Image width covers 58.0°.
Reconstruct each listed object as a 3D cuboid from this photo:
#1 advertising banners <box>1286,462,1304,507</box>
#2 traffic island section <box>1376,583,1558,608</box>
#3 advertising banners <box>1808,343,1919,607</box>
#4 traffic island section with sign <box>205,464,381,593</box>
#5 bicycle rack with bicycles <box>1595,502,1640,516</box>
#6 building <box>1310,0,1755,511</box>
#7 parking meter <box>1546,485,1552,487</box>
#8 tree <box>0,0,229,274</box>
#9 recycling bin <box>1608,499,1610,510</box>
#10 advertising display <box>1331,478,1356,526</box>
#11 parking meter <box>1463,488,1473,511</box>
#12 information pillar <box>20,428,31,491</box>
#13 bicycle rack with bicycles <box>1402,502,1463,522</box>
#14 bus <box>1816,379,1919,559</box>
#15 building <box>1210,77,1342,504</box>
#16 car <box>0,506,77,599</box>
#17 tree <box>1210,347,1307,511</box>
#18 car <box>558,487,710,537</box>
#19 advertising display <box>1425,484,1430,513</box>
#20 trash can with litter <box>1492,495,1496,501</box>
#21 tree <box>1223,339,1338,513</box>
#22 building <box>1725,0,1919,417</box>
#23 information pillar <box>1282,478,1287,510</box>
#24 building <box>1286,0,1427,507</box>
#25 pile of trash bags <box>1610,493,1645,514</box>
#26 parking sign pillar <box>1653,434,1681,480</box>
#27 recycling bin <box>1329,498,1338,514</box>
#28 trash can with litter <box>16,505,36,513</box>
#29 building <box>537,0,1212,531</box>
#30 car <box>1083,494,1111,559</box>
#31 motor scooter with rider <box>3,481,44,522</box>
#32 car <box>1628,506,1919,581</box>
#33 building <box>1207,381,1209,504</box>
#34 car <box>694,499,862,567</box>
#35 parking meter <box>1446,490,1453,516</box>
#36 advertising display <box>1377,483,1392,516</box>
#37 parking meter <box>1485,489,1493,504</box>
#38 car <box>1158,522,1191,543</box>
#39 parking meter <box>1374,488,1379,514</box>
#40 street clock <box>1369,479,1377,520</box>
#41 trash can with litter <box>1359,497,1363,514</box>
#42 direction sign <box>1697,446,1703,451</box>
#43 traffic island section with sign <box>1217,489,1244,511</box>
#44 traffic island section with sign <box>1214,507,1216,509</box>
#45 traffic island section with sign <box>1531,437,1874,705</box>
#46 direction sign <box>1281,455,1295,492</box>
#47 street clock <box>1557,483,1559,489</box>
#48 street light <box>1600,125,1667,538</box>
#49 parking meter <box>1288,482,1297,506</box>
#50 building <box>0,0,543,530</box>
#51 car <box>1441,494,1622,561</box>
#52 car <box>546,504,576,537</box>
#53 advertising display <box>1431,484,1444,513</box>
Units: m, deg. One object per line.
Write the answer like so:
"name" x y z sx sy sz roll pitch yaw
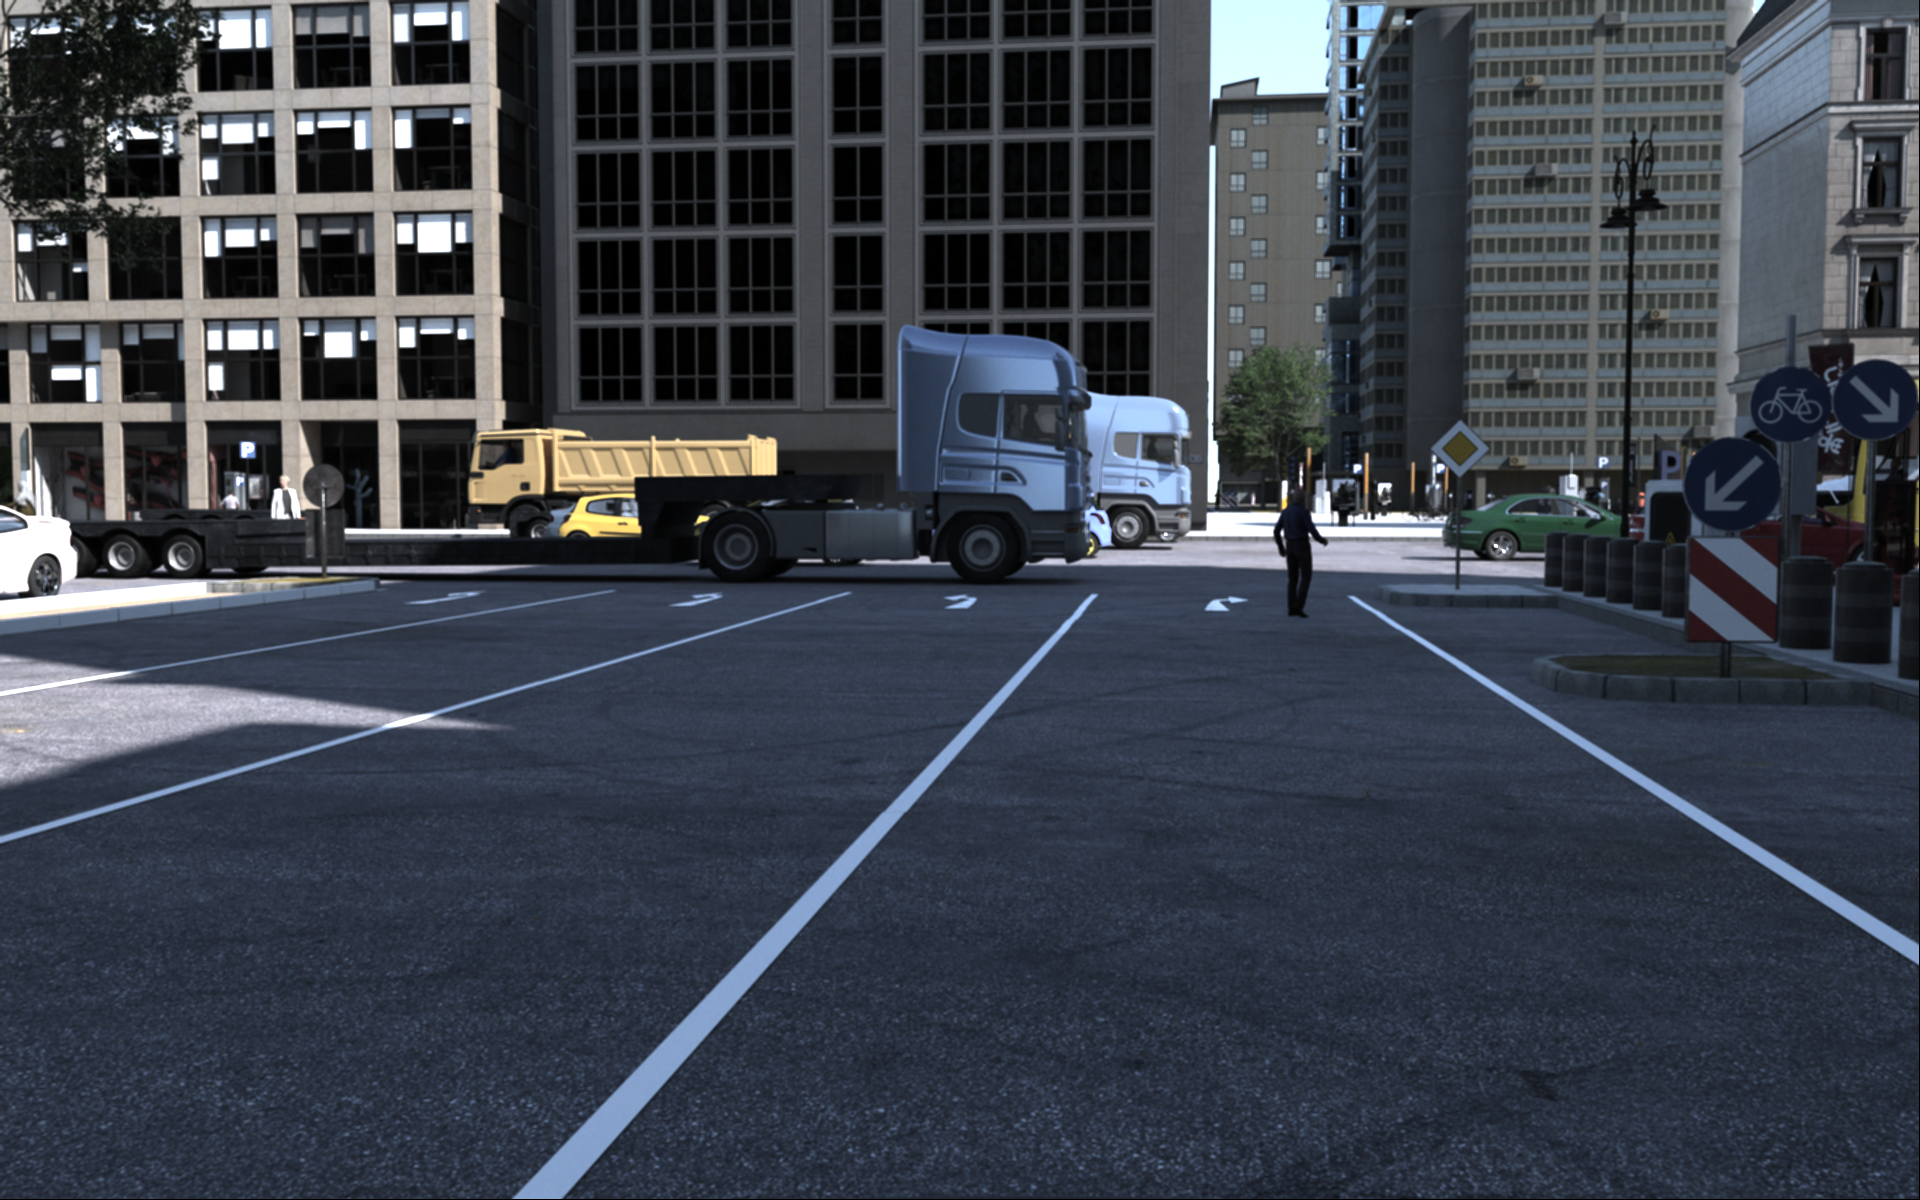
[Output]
"advertising banners" 18.364 -6.040 94.947 0.090 3.025 2.074 3 4 37
"traffic island section" 6.711 -0.063 23.303 2.009 0.180 2.903 0 4 7
"advertising banners" 10.657 -1.438 19.705 0.090 3.025 2.074 -3 5 -39
"traffic island section with sign" -9.735 -1.074 25.698 2.006 1.907 1.989 0 4 7
"bicycle rack with bicycles" 27.095 -3.638 72.868 2.852 0.926 2.925 -1 4 -16
"building" 43.414 -26.838 130.689 32.217 40.220 23.993 0 4 7
"parking meter" 38.015 -6.490 111.822 0.255 1.863 0.399 0 4 5
"tree" -11.017 -4.895 16.902 8.767 10.594 7.601 0 4 7
"recycling bin" 32.095 -4.533 86.673 0.722 1.027 0.722 1 4 15
"advertising display" 15.236 -3.892 68.848 0.974 1.923 0.123 0 4 1
"parking meter" 20.778 -3.817 70.816 0.372 1.533 0.369 0 3 0
"information pillar" -33.034 -4.275 61.246 0.504 3.616 0.183 2 4 35
"bicycle rack with bicycles" 22.234 -4.151 81.248 2.925 0.926 2.852 1 4 16
"bus" 24.259 -2.744 36.409 12.252 3.916 2.896 0 4 6
"building" 46.463 -38.985 226.637 27.495 52.752 28.713 0 4 7
"car" -13.102 -0.566 21.615 2.083 1.381 4.827 0 4 6
"tree" 23.035 -13.181 133.630 7.486 12.596 7.792 0 3 0
"car" -7.133 -1.801 39.667 3.980 1.641 2.015 0 4 6
"advertising display" 30.751 -6.587 112.909 0.123 1.923 0.974 -3 4 -38
"trash can with litter" 35.288 -6.304 114.125 1.678 1.210 2.233 -2 4 -26
"tree" 21.717 -11.725 117.461 9.928 11.665 9.643 0 3 0
"building" 29.682 -12.777 59.807 40.483 20.767 10.553 0 4 7
"information pillar" 20.561 -7.236 109.669 0.504 3.616 0.183 -3 5 -40
"building" 42.275 -51.687 157.746 22.319 86.520 31.000 0 4 7
"pile of trash bags" 42.178 -6.056 108.765 1.912 1.369 3.447 0 4 -1
"parking sign pillar" 31.812 -5.462 77.768 1.447 3.967 1.447 -1 4 -16
"recycling bin" 24.081 -6.095 112.211 0.722 1.027 0.722 3 5 40
"trash can with litter" -31.949 -2.952 59.654 1.055 1.170 0.624 1 4 15
"building" -2.563 -16.653 65.783 24.014 27.812 14.314 0 4 7
"car" 1.586 -1.819 39.324 3.694 1.707 1.945 0 4 7
"motor scooter with rider" -21.907 -1.910 40.193 1.986 1.779 0.876 1 4 9
"car" 13.041 -1.157 27.960 4.494 1.783 2.155 0 4 6
"building" 17.103 -55.902 226.661 31.000 86.520 22.319 0 4 7
"car" -3.713 -1.526 35.177 3.980 1.641 2.015 1 4 9
"parking meter" 28.875 -5.732 102.124 0.372 1.533 0.369 0 3 0
"advertising display" 24.388 -5.771 99.569 0.974 1.923 0.123 -1 4 -23
"parking meter" 26.862 -4.863 87.928 0.372 1.533 0.369 0 3 0
"car" 4.954 -2.407 51.934 3.894 1.354 1.945 1 4 9
"parking meter" 26.402 -6.366 109.802 0.255 1.863 0.399 0 4 -6
"street clock" 20.234 -4.908 84.813 0.358 2.002 0.471 2 4 35
"trash can with litter" 25.952 -6.175 112.354 0.624 1.170 1.055 -1 4 -22
"direction sign" 34.725 -5.436 80.877 0.379 3.537 0.876 -1 4 -19
"traffic island section with sign" 22.523 -8.248 143.490 1.989 1.847 2.006 0 4 7
"traffic island section with sign" 26.052 -9.894 170.388 1.989 1.847 2.006 0 4 7
"traffic island section with sign" 5.352 -0.256 12.808 1.989 1.847 2.006 0 4 7
"direction sign" 18.927 -6.608 100.031 0.876 3.537 0.379 3 5 39
"street clock" 36.006 -6.070 103.816 0.471 2.002 0.358 0 4 7
"street light" 8.572 -3.022 22.202 0.468 5.910 1.993 0 4 7
"parking meter" 16.705 -4.967 86.924 0.399 1.863 0.255 2 4 26
"building" -32.212 -16.418 72.957 34.151 26.468 19.350 0 4 7
"car" 13.018 -1.581 37.640 4.920 1.459 2.131 0 4 7
"car" -8.261 -1.974 44.275 4.499 1.417 2.014 0 4 7
"advertising display" 30.901 -6.516 111.751 0.123 1.923 0.974 -1 4 -16
